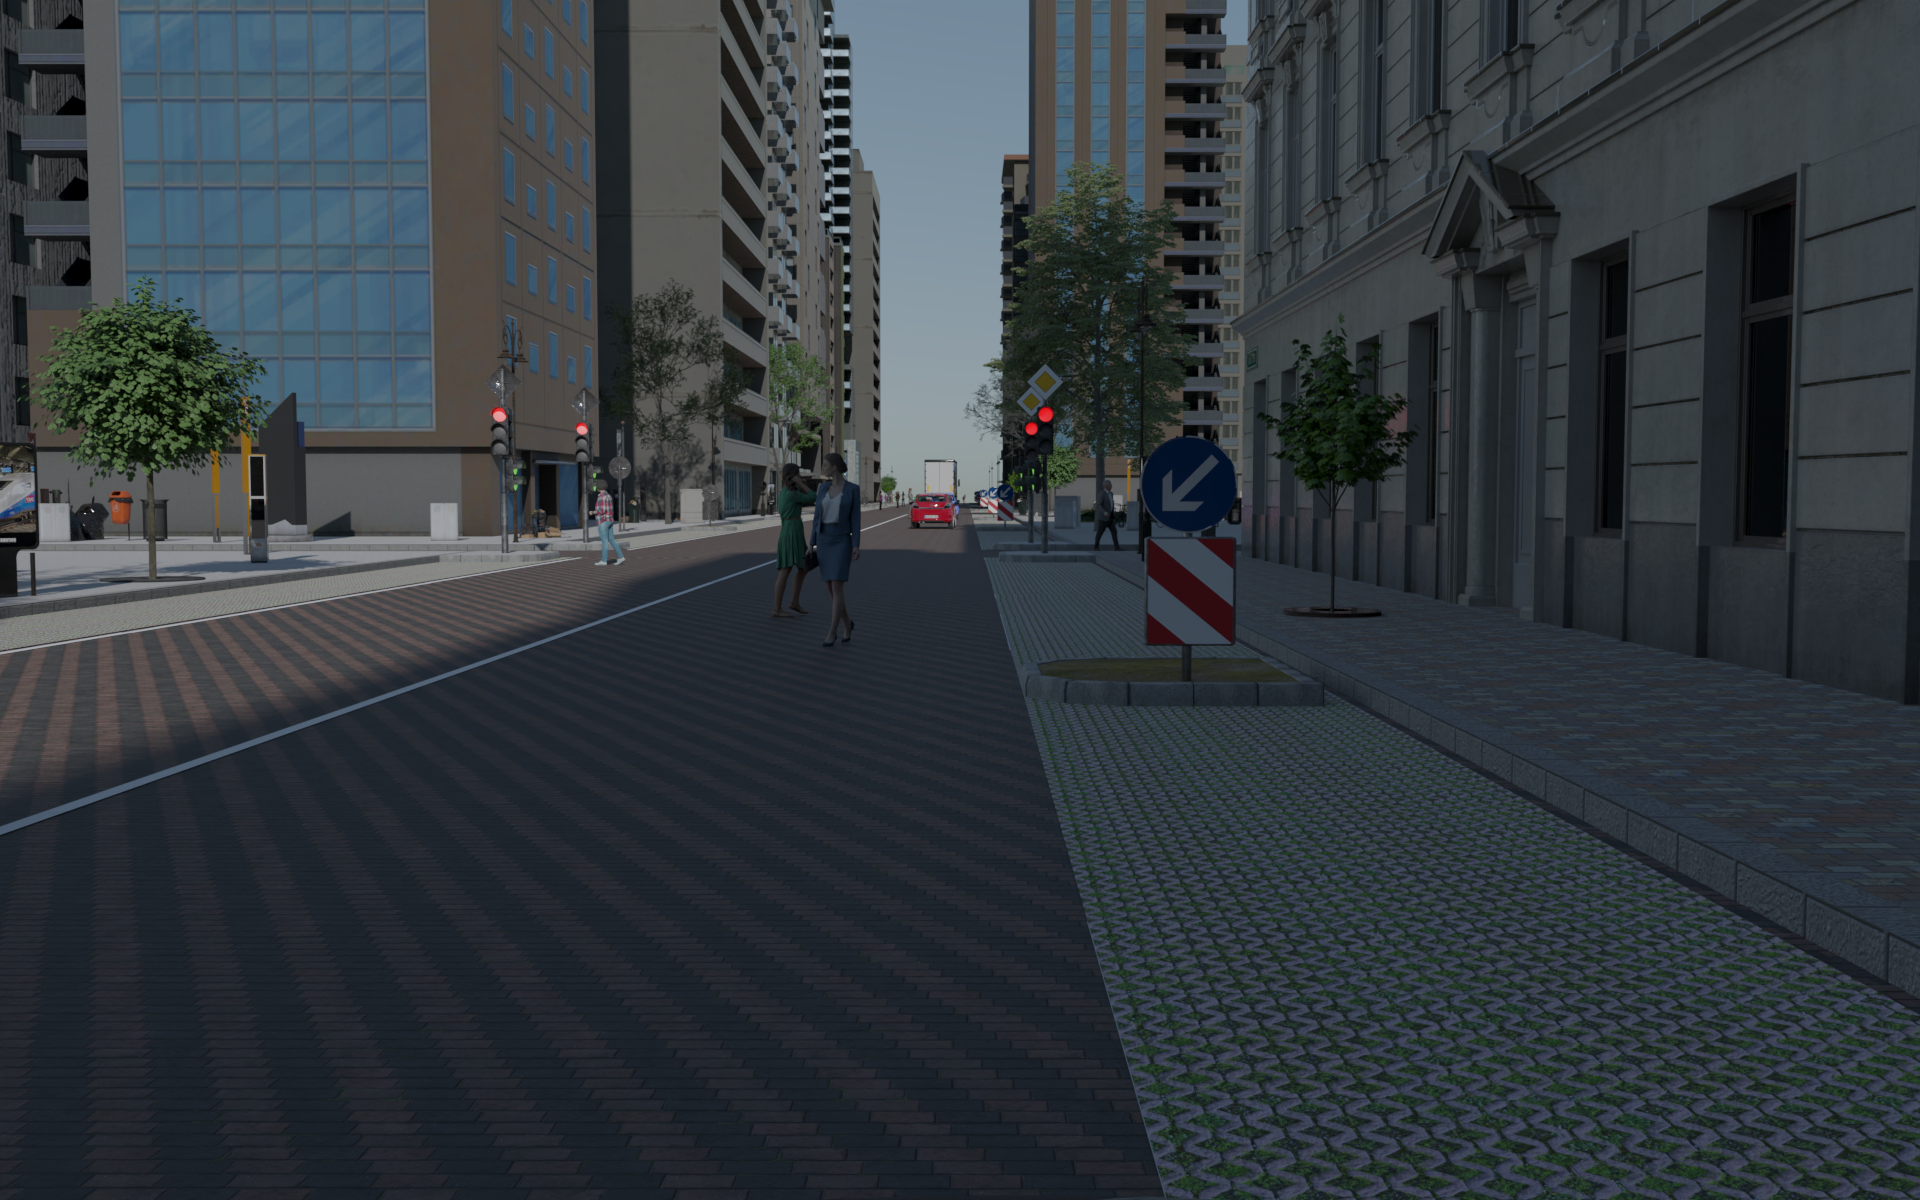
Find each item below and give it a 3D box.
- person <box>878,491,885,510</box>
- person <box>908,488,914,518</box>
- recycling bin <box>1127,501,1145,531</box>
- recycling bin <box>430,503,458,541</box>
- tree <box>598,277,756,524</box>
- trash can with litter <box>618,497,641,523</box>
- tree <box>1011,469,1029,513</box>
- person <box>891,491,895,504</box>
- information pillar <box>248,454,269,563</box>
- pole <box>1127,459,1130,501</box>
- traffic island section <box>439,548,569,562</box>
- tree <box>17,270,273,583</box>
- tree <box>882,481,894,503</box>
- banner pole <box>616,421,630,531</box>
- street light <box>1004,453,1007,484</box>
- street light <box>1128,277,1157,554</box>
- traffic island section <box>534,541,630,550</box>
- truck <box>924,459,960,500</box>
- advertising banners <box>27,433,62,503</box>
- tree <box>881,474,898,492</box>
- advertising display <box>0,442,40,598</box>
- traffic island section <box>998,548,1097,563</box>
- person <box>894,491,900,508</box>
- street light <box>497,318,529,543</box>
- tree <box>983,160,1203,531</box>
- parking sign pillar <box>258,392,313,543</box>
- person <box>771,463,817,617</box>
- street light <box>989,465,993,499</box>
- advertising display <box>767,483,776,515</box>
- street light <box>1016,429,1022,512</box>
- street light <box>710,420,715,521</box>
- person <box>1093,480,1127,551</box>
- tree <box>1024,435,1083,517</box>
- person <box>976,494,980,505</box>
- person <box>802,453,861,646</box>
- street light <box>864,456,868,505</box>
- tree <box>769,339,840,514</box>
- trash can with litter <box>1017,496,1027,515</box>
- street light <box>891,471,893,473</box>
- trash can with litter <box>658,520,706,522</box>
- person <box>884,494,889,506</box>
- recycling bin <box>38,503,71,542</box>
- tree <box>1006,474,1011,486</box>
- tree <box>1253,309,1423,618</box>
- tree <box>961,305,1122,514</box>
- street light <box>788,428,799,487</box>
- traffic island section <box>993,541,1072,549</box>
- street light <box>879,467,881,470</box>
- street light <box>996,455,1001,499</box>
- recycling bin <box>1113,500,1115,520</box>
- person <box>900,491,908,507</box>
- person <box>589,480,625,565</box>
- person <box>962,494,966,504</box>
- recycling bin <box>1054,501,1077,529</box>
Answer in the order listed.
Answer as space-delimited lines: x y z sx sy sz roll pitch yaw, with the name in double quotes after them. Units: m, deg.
-6.977 -8.863 154.087 0.721 1.739 1.217 -2 4 -31 "person"
-2.793 -5.657 101.272 0.573 1.790 0.520 -2 4 -27 "person"
6.282 -2.976 61.210 0.722 1.027 0.722 1 4 10 "recycling bin"
-14.235 -2.156 47.804 0.722 1.027 0.722 -1 4 -17 "recycling bin"
-12.257 -8.520 73.707 8.767 10.594 7.601 2 4 26 "tree"
-14.630 -3.989 76.601 1.055 1.170 0.624 2 4 24 "trash can with litter"
4.721 -7.629 119.337 1.663 3.219 1.824 0 3 0 "tree"
-9.189 -13.715 232.748 1.348 1.824 0.705 0 4 6 "person"
-13.068 -1.698 32.262 0.304 2.012 0.304 -1 4 -17 "information pillar"
9.929 -6.606 101.844 0.158 3.312 0.155 0 3 0 "pole"
-9.883 -0.935 37.564 2.009 0.180 2.903 0 4 0 "traffic island section"
-12.098 -2.564 25.642 4.285 4.588 4.351 0 3 0 "tree"
-11.220 -16.476 263.988 1.663 3.219 1.824 0 3 0 "tree"
-11.583 -4.231 59.201 0.401 3.779 0.863 1 4 9 "banner pole"
4.238 -11.437 159.780 0.468 5.910 1.993 0 4 0 "street light"
3.884 -3.926 36.980 0.468 5.910 1.993 0 4 0 "street light"
-9.856 -1.423 45.549 2.009 0.180 2.903 0 4 0 "traffic island section"
-1.526 -9.603 145.915 2.839 4.237 11.283 0 4 1 "truck"
-26.585 -3.311 50.320 0.090 3.025 2.074 0 4 -4 "advertising banners"
-11.500 -17.809 274.887 4.285 4.588 4.351 0 3 0 "tree"
-11.875 -0.990 21.399 0.123 1.923 0.974 2 4 29 "advertising display"
1.858 -0.932 37.518 2.009 0.180 2.903 0 4 0 "traffic island section"
-6.545 -10.454 179.936 0.721 1.766 1.217 -2 4 -32 "person"
-11.756 -4.457 45.665 0.468 5.910 1.993 0 4 0 "street light"
4.604 -8.671 59.900 7.486 12.596 7.792 0 3 0 "tree"
-18.168 -3.546 46.447 1.447 3.967 1.447 2 4 27 "parking sign pillar"
-1.987 -0.704 20.252 0.529 1.795 0.600 -2 4 -32 "person"
4.762 -18.749 279.327 0.468 5.910 1.993 0 4 0 "street light"
-11.410 -6.096 104.889 0.123 1.923 0.974 -2 4 -33 "advertising display"
4.221 -9.184 122.951 0.468 5.910 1.993 0 4 0 "street light"
-11.780 -6.710 82.494 0.468 5.910 1.993 0 4 0 "street light"
3.653 -2.047 42.361 0.834 1.777 0.661 2 4 30 "person"
5.250 -6.939 97.171 4.285 4.588 4.351 0 3 0 "tree"
2.494 -13.181 224.561 0.990 1.755 0.434 2 4 29 "person"
-1.148 -0.489 16.513 0.581 1.822 0.654 3 4 38 "person"
-11.173 -14.266 206.038 0.468 5.910 1.993 0 4 0 "street light"
-11.633 -11.395 112.060 9.928 11.665 9.643 0 3 0 "tree"
3.812 -5.811 106.391 0.624 1.170 1.055 0 4 2 "trash can with litter"
-10.990 -18.783 279.885 0.468 5.910 1.993 0 4 0 "street light"
-12.775 -4.207 79.847 2.233 1.210 1.678 1 4 10 "trash can with litter"
-8.828 -11.906 206.389 0.991 1.433 0.599 -3 4 -38 "person"
-24.337 -2.073 46.440 0.722 1.027 0.722 -3 5 -40 "recycling bin"
4.081 -8.605 135.300 1.663 3.219 1.824 0 3 0 "tree"
3.962 -1.445 18.220 1.663 3.219 1.824 0 3 0 "tree"
5.354 -12.204 109.899 12.009 13.543 11.850 0 3 0 "tree"
-11.615 -8.962 119.323 0.468 5.910 1.993 0 4 0 "street light"
1.886 -1.420 45.503 2.009 0.180 2.903 0 4 0 "traffic island section"
-11.219 -16.519 242.868 0.468 5.910 1.993 0 4 0 "street light"
4.462 -14.239 205.590 0.468 5.910 1.993 0 4 0 "street light"
6.306 -3.809 74.826 0.722 1.027 0.722 0 4 7 "recycling bin"
-6.466 -11.441 196.283 1.217 1.735 0.721 -1 4 -19 "person"
-7.116 -1.563 34.895 0.643 1.720 0.563 1 4 11 "person"
0.618 -14.405 247.249 0.421 1.427 0.697 -2 4 -28 "person"
3.935 -3.185 64.625 0.722 1.027 0.722 1 4 14 "recycling bin"
